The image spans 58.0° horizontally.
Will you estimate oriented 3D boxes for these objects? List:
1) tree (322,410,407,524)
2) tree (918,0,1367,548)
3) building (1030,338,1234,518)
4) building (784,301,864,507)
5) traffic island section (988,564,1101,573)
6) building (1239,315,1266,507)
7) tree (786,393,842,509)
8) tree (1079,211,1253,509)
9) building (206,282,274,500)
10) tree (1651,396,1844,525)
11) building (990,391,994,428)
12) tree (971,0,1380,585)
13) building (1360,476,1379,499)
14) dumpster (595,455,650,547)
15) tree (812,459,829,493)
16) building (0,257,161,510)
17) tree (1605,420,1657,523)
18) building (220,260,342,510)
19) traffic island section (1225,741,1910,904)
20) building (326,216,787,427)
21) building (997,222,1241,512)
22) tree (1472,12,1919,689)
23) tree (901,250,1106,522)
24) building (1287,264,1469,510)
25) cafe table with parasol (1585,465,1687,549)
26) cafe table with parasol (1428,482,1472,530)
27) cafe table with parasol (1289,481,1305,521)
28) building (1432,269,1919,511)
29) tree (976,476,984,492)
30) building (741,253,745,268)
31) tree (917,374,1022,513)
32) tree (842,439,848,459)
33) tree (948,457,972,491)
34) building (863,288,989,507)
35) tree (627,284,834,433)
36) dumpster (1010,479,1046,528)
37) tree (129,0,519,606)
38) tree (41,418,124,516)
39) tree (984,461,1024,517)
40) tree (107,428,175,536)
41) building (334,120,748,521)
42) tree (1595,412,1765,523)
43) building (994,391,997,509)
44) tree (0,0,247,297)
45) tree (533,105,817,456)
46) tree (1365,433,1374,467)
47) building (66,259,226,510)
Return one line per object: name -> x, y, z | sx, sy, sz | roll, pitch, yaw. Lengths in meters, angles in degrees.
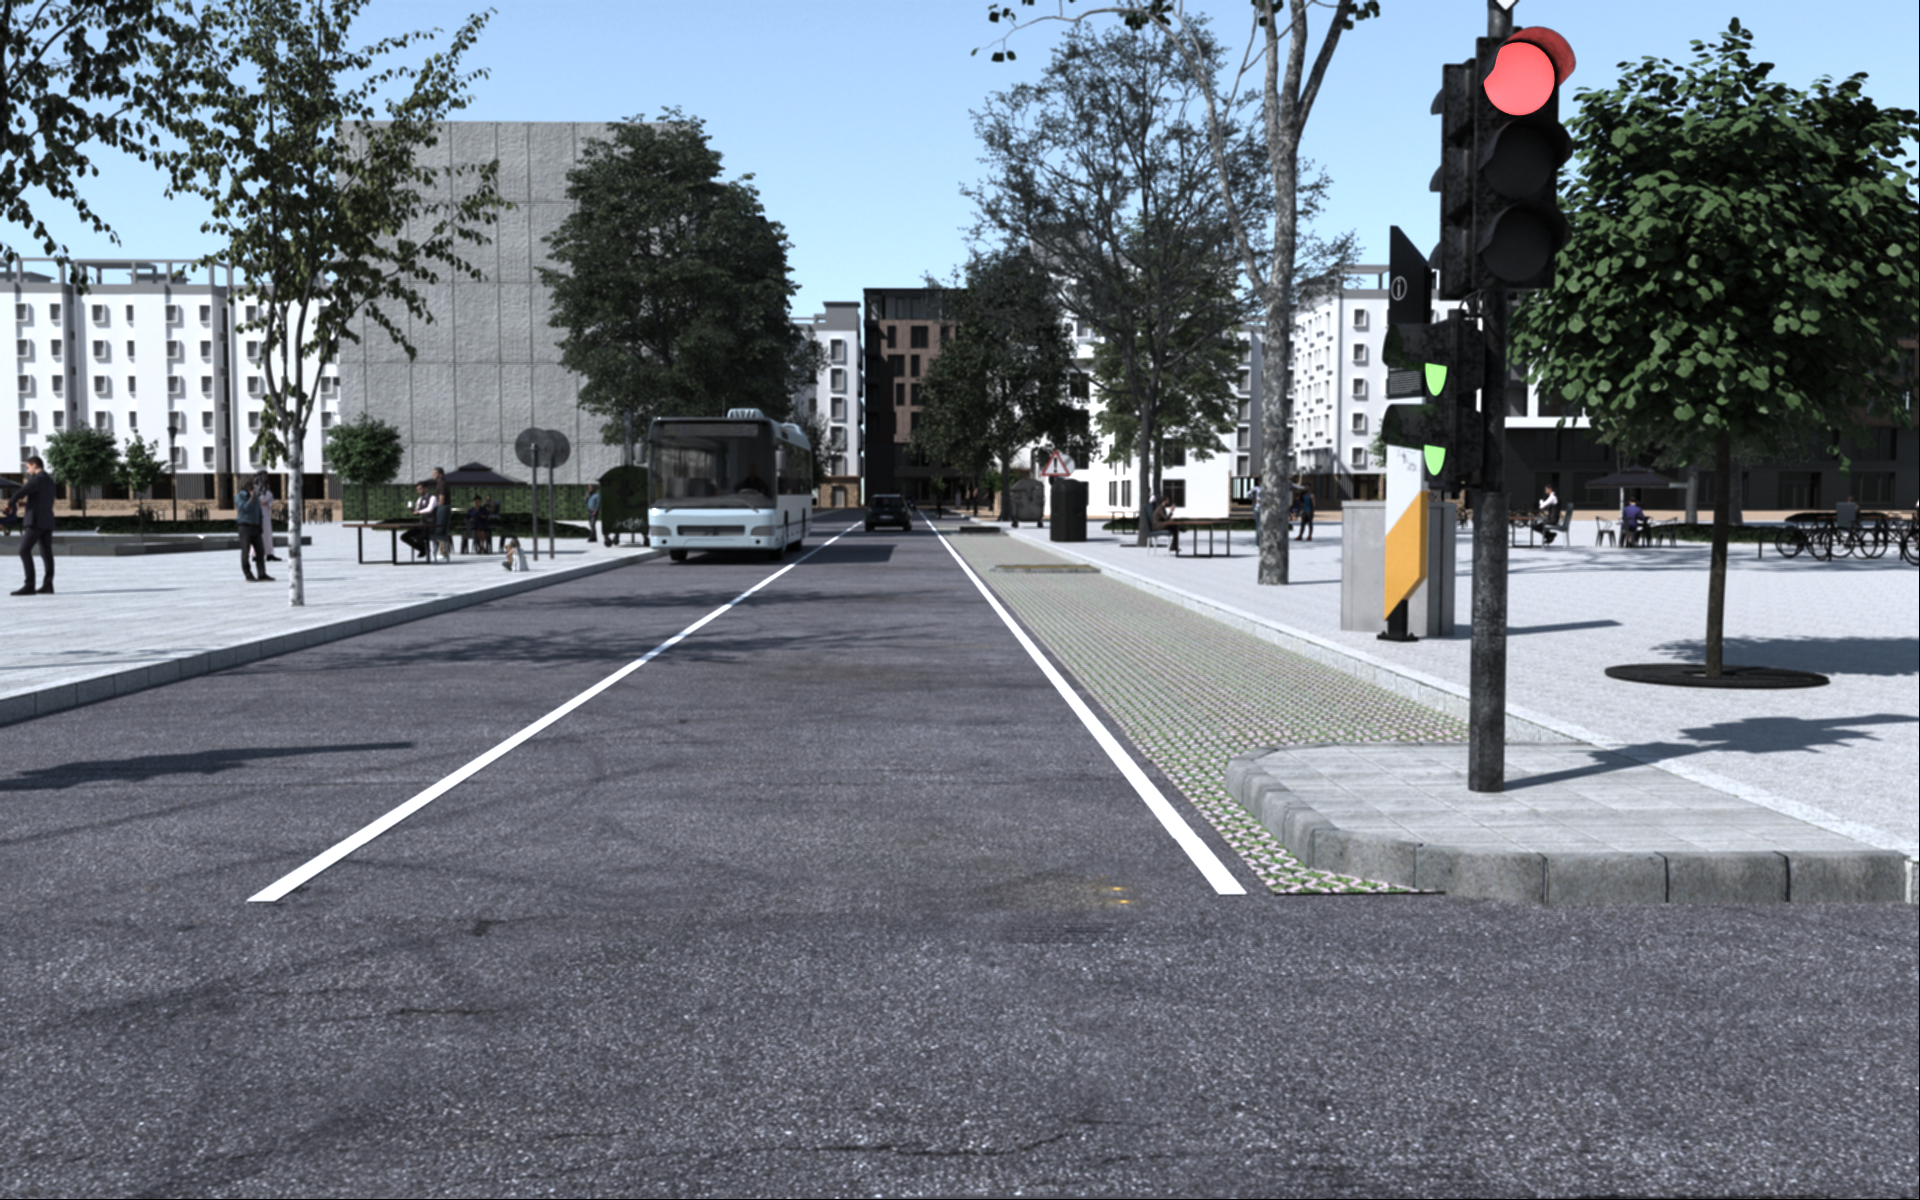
tree -> -23.446, -5.177, 68.363 | 4.285, 4.588, 4.351 | 0, 3, 0
tree -> 4.514, -8.044, 41.882 | 12.009, 13.543, 11.850 | 0, 3, 0
building -> 9.713, -10.091, 107.135 | 9.099, 9.664, 28.070 | 0, 4, -2
building -> -15.693, -19.565, 176.301 | 11.380, 20.091, 16.016 | 0, 4, -2
traffic island section -> 1.524, -0.568, 32.159 | 1.991, 0.108, 1.994 | 0, 4, -2
building -> 29.071, -19.678, 178.152 | 11.380, 20.091, 16.016 | 0, 4, -2
tree -> -11.581, -10.851, 127.769 | 4.360, 8.622, 3.978 | 0, 3, 0
tree -> 8.231, -9.267, 69.637 | 7.486, 12.596, 7.792 | 0, 3, 0
building -> -69.690, -20.610, 180.943 | 32.646, 21.610, 27.936 | 0, 4, -2
tree -> 30.972, -9.930, 69.016 | 9.857, 13.997, 8.962 | 0, 3, 0
building -> 10.412, -17.965, 150.147 | 16.016, 20.091, 11.380 | 0, 4, -2
tree -> 5.251, -10.357, 25.220 | 12.611, 20.169, 13.585 | 0, 3, 0
building -> 50.472, -19.148, 179.532 | 31.486, 18.905, 16.747 | 0, 4, -2
dumpster -> -8.067, -2.447, 42.506 | 1.502, 2.255, 1.985 | 0, 4, -2
tree -> -11.985, -9.356, 136.679 | 4.285, 4.588, 4.351 | 0, 3, 0
building -> -76.603, -17.653, 145.054 | 11.380, 20.091, 16.016 | 0, 4, -2
tree -> 29.770, -7.766, 77.333 | 4.360, 8.622, 3.978 | 0, 3, 0
building -> -53.276, -17.756, 146.726 | 11.380, 20.091, 16.016 | 0, 4, -2
traffic island section -> 2.301, 0.904, 7.506 | 2.009, 0.180, 2.903 | 0, 4, -2
building -> -31.066, -18.151, 140.740 | 32.646, 21.610, 27.936 | 0, 4, -2
building -> 11.181, -16.522, 126.560 | 16.016, 20.091, 11.380 | 0, 4, -2
tree -> 5.261, -1.722, 11.869 | 4.285, 4.588, 4.351 | 0, 3, 0
tree -> 2.036, -9.996, 80.443 | 9.611, 12.733, 9.660 | 0, 3, 0
building -> 35.876, -17.924, 149.469 | 11.380, 20.091, 16.016 | 0, 4, -2
cafe table with parasol -> 16.093, -2.224, 41.230 | 2.610, 1.966, 2.610 | 0, 4, 1
cafe table with parasol -> 16.964, -3.452, 61.313 | 2.610, 1.966, 2.610 | -2, 4, -29
cafe table with parasol -> 15.226, -4.671, 81.234 | 2.610, 1.966, 2.610 | 0, 4, -6
building -> 58.071, -18.348, 143.972 | 32.646, 21.610, 27.936 | 0, 4, -2
tree -> 1.719, -6.205, 96.048 | 1.663, 3.219, 1.824 | 0, 3, 0
building -> -22.375, -16.096, 119.589 | 16.016, 20.091, 11.380 | 0, 4, -2
tree -> 0.737, -11.100, 115.895 | 7.601, 10.594, 8.767 | 1, 4, 12
tree -> -11.981, -12.159, 149.166 | 4.360, 8.622, 3.978 | 0, 3, 0
tree -> 0.709, -12.821, 159.990 | 4.737, 8.622, 4.395 | 0, 3, 0
building -> 6.371, -20.731, 182.926 | 32.646, 21.610, 27.936 | 0, 4, -2
tree -> -9.654, -8.327, 70.557 | 8.767, 10.594, 7.601 | -2, 4, -30
dumpster -> 2.587, -3.659, 65.587 | 1.264, 1.857, 1.865 | 0, 4, -2
tree -> -7.472, -4.248, 19.812 | 4.737, 8.622, 4.395 | 0, 3, 0
tree -> -38.169, -5.614, 75.496 | 4.285, 4.588, 4.351 | 0, 3, 0
tree -> 2.407, -5.852, 90.289 | 1.663, 3.219, 1.824 | 0, 3, 0
tree -> -24.278, -3.449, 50.999 | 1.663, 3.219, 1.824 | 0, 3, 0
building -> -21.656, -14.177, 98.246 | 16.747, 18.905, 31.486 | 0, 4, -2
tree -> 23.318, -8.408, 55.600 | 7.486, 12.596, 7.792 | 0, 3, 0
building -> 11.201, -17.217, 137.925 | 16.016, 20.091, 11.380 | 0, 4, -2
tree -> -7.316, -3.801, 12.513 | 4.360, 8.622, 3.978 | 0, 3, 0
tree -> -9.221, -9.224, 57.466 | 9.857, 13.997, 8.962 | 0, 3, 0
tree -> 14.566, -4.370, 55.157 | 4.285, 4.588, 4.351 | 0, 3, 0
building -> -65.252, -17.720, 146.139 | 11.380, 20.091, 16.016 | 0, 4, -2
